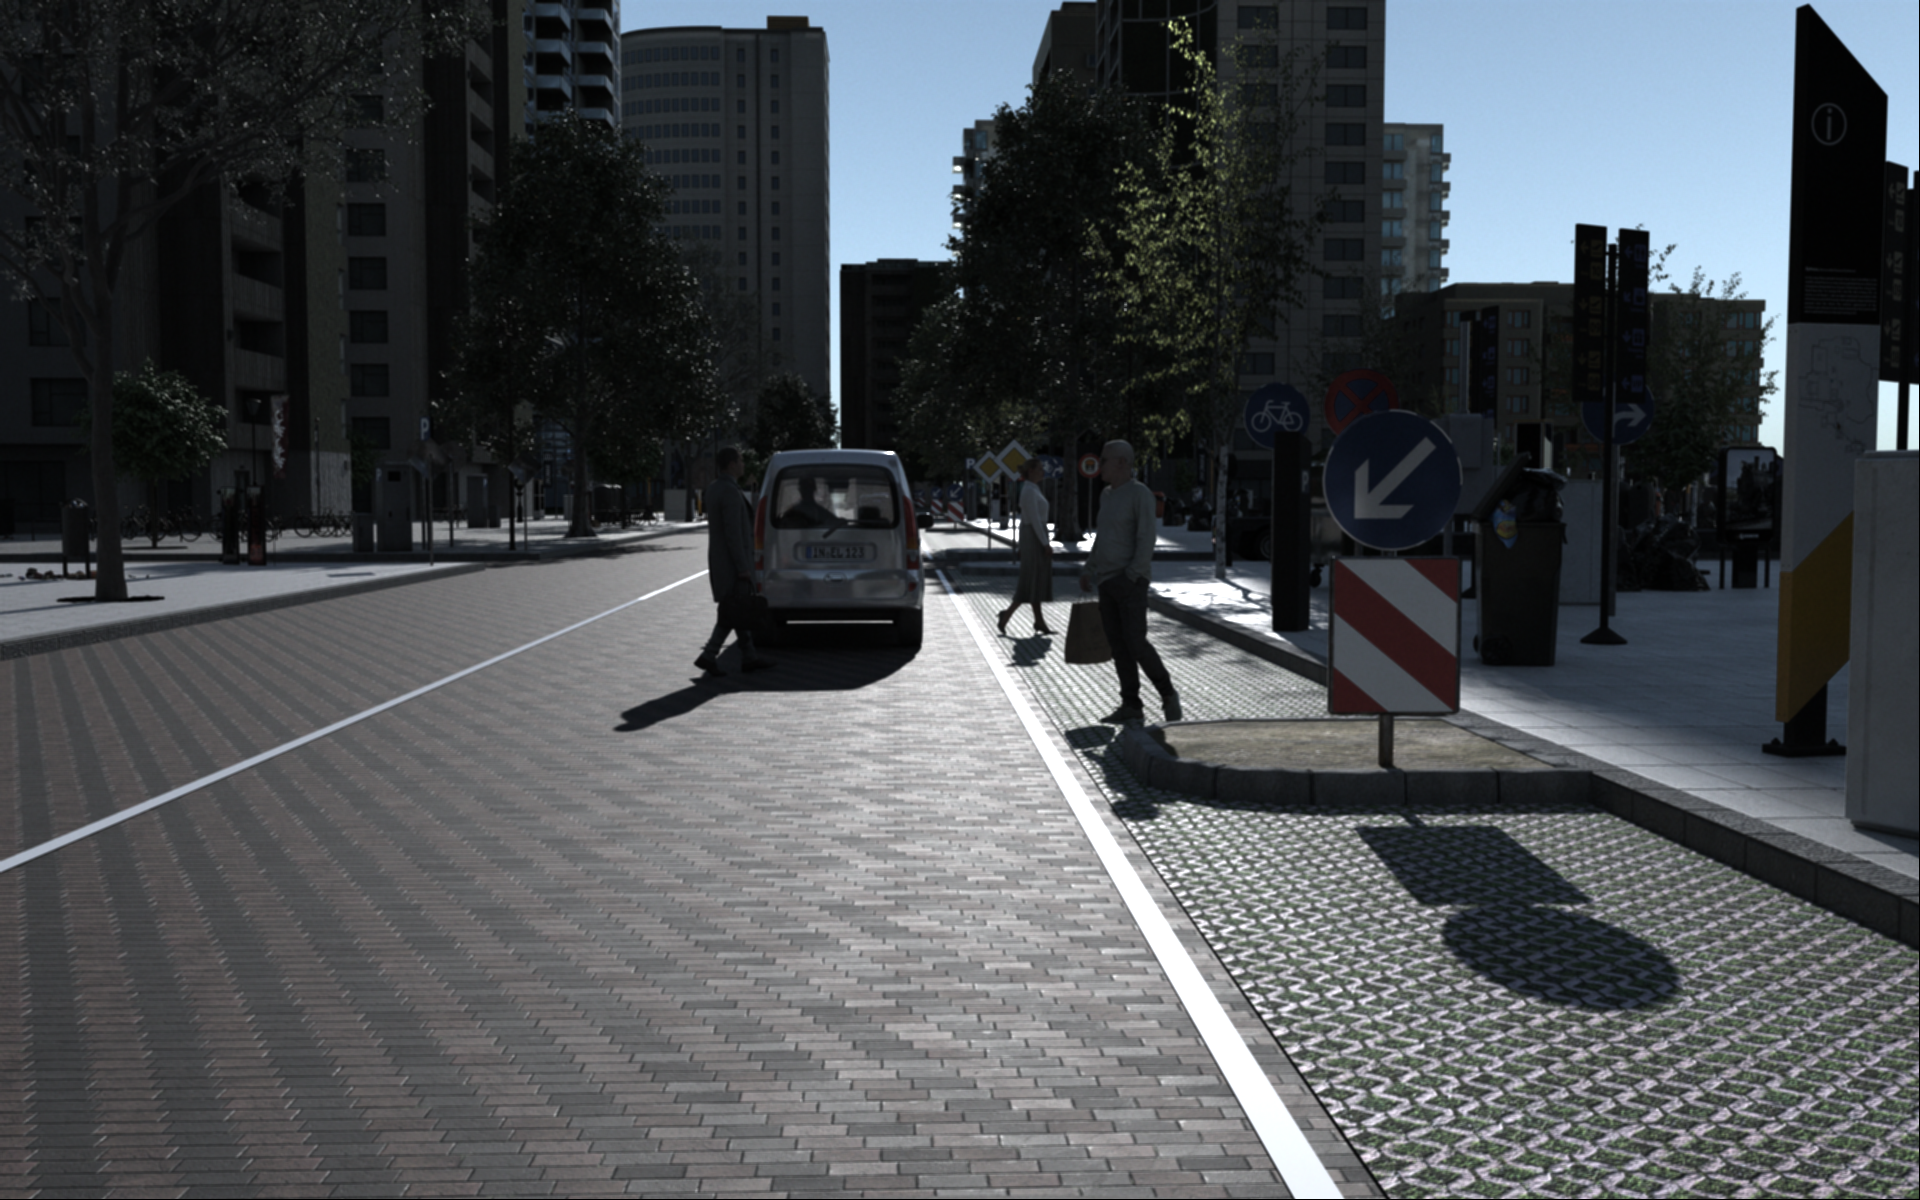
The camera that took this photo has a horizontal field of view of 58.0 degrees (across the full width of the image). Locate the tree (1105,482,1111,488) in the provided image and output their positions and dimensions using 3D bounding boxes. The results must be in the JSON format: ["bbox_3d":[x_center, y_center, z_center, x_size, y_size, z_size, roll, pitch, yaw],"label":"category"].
[{"bbox_3d":[8.887,-6.352,98.457,1.663,3.219,1.824,0,3,0],"label":"tree"}]

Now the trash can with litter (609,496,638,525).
[{"bbox_3d":[-14.458,-3.821,73.536,1.678,1.210,2.233,1,4,16],"label":"trash can with litter"}]

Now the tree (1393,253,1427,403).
[{"bbox_3d":[12.506,-6.310,53.537,4.360,8.622,3.978,0,3,0],"label":"tree"}]

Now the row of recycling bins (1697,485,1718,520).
[{"bbox_3d":[36.331,-4.516,80.949,1.069,1.692,3.534,-3,4,-36],"label":"row of recycling bins"}]

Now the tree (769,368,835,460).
[{"bbox_3d":[-15.974,-14.728,157.803,9.611,12.733,9.660,0,3,0],"label":"tree"}]

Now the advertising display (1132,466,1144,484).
[{"bbox_3d":[3.953,-2.108,39.686,0.123,1.923,0.974,-1,4,-19],"label":"advertising display"}]

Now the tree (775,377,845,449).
[{"bbox_3d":[-17.092,-17.134,186.788,9.857,13.997,8.962,0,3,0],"label":"tree"}]

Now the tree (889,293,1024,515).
[{"bbox_3d":[0.398,-12.326,108.185,9.857,13.997,8.962,0,3,0],"label":"tree"}]

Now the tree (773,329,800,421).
[{"bbox_3d":[-12.188,-10.263,78.170,12.009,13.543,11.850,0,3,0],"label":"tree"}]

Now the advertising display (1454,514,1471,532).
[{"bbox_3d":[15.951,-3.064,55.315,0.974,1.923,0.123,-2,4,-30],"label":"advertising display"}]

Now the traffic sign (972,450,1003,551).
[{"bbox_3d":[0.667,-2.182,39.324,0.795,2.450,0.064,0,4,-2],"label":"traffic sign"}]

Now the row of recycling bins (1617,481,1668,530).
[{"bbox_3d":[20.608,-2.945,55.261,1.069,1.692,3.534,-2,4,-32],"label":"row of recycling bins"}]

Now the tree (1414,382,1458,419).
[{"bbox_3d":[31.730,-9.960,113.202,4.737,8.622,4.395,0,3,0],"label":"tree"}]

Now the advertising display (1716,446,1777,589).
[{"bbox_3d":[10.697,-1.122,23.565,0.974,1.923,0.123,-2,4,-25],"label":"advertising display"}]

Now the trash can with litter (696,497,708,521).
[{"bbox_3d":[-12.227,-4.462,84.007,1.678,1.210,2.233,0,4,-5],"label":"trash can with litter"}]

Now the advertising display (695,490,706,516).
[{"bbox_3d":[-15.089,-5.837,100.653,0.123,1.923,0.974,-3,5,-44],"label":"advertising display"}]

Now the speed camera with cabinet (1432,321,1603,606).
[{"bbox_3d":[6.483,-1.577,20.113,2.038,3.252,0.660,0,4,2],"label":"speed camera with cabinet"}]

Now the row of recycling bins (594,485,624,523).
[{"bbox_3d":[-15.910,-4.384,78.787,1.069,1.692,3.534,0,4,0],"label":"row of recycling bins"}]

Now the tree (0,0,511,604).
[{"bbox_3d":[-10.327,-6.728,20.381,12.009,13.543,11.850,0,3,0],"label":"tree"}]

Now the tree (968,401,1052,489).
[{"bbox_3d":[1.694,-8.437,88.300,4.360,8.622,3.978,0,3,0],"label":"tree"}]

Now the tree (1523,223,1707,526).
[{"bbox_3d":[17.831,-5.970,47.980,4.737,8.622,4.395,0,3,0],"label":"tree"}]

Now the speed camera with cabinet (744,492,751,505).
[{"bbox_3d":[-14.620,-7.295,113.606,0.660,3.252,2.038,3,5,40],"label":"speed camera with cabinet"}]

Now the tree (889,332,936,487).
[{"bbox_3d":[-1.745,-20.600,192.705,12.611,20.169,13.585,0,3,0],"label":"tree"}]

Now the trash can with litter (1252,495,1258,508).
[{"bbox_3d":[16.367,-5.334,98.266,2.233,1.210,1.678,3,5,43],"label":"trash can with litter"}]

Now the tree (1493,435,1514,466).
[{"bbox_3d":[29.705,-6.853,95.758,4.285,4.588,4.351,0,3,0],"label":"tree"}]

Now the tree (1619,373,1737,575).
[{"bbox_3d":[11.454,-2.042,27.981,1.663,3.219,1.824,0,3,0],"label":"tree"}]

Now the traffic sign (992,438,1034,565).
[{"bbox_3d":[0.980,-1.694,31.345,0.795,2.450,0.064,0,4,-2],"label":"traffic sign"}]

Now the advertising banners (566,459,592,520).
[{"bbox_3d":[-18.707,-5.551,86.952,2.074,3.025,0.090,0,4,-4],"label":"advertising banners"}]

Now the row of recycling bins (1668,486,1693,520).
[{"bbox_3d":[34.688,-4.797,85.551,3.534,1.692,1.069,0,4,4],"label":"row of recycling bins"}]

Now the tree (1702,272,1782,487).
[{"bbox_3d":[24.425,-6.512,56.830,4.737,8.622,4.395,0,3,0],"label":"tree"}]

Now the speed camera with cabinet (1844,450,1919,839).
[{"bbox_3d":[4.444,-0.759,6.753,2.038,3.252,0.660,-2,4,-24],"label":"speed camera with cabinet"}]

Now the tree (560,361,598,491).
[{"bbox_3d":[-20.055,-8.810,94.404,4.737,8.622,4.395,0,3,0],"label":"tree"}]

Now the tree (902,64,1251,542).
[{"bbox_3d":[3.067,-7.919,46.488,9.611,12.733,9.660,0,3,0],"label":"tree"}]

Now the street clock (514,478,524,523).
[{"bbox_3d":[-19.781,-4.479,77.803,0.358,2.002,0.471,2,4,33],"label":"street clock"}]

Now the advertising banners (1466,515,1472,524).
[{"bbox_3d":[22.358,-4.846,75.425,2.074,3.025,0.090,-3,5,-41],"label":"advertising banners"}]

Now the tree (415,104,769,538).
[{"bbox_3d":[-11.192,-8.212,51.277,9.611,12.733,9.660,0,3,0],"label":"tree"}]

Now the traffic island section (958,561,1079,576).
[{"bbox_3d":[1.003,-0.559,31.423,2.009,0.180,2.903,0,4,-2],"label":"traffic island section"}]

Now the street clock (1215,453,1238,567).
[{"bbox_3d":[4.695,-1.593,30.620,0.358,2.002,0.471,-1,4,-17],"label":"street clock"}]

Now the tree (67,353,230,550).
[{"bbox_3d":[-19.021,-3.482,40.647,4.285,4.588,4.351,0,3,0],"label":"tree"}]

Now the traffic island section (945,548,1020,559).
[{"bbox_3d":[0.691,-1.047,39.402,2.009,0.180,2.903,0,4,-2],"label":"traffic island section"}]

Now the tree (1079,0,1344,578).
[{"bbox_3d":[3.945,-4.651,26.410,4.360,8.622,3.978,0,3,0],"label":"tree"}]

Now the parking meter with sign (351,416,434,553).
[{"bbox_3d":[-12.627,-2.586,38.538,1.738,3.016,0.543,-3,5,-42],"label":"parking meter with sign"}]

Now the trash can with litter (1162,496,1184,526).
[{"bbox_3d":[8.443,-3.537,69.212,1.055,1.170,0.624,-3,5,-42],"label":"trash can with litter"}]

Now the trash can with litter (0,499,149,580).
[{"bbox_3d":[-13.683,-0.942,26.452,2.233,1.210,1.678,2,4,25],"label":"trash can with litter"}]

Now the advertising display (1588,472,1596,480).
[{"bbox_3d":[18.713,-2.821,51.341,0.123,1.923,0.974,2,4,25],"label":"advertising display"}]

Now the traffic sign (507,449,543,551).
[{"bbox_3d":[-9.770,-2.159,38.937,0.795,2.450,0.064,0,4,-2],"label":"traffic sign"}]

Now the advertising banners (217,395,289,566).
[{"bbox_3d":[-12.664,-2.134,31.075,2.074,3.025,0.090,2,4,32],"label":"advertising banners"}]

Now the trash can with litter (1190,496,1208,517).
[{"bbox_3d":[12.668,-4.870,91.005,1.055,1.170,0.624,-1,4,-12],"label":"trash can with litter"}]

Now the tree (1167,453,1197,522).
[{"bbox_3d":[10.407,-5.256,80.536,1.663,3.219,1.824,0,3,0],"label":"tree"}]

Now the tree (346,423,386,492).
[{"bbox_3d":[-27.626,-5.773,78.106,4.285,4.588,4.351,0,3,0],"label":"tree"}]

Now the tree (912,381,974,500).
[{"bbox_3d":[-1.533,-15.873,177.655,7.486,12.596,7.792,0,3,0],"label":"tree"}]

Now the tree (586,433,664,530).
[{"bbox_3d":[-12.125,-4.813,62.403,4.285,4.588,4.351,0,3,0],"label":"tree"}]

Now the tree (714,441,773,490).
[{"bbox_3d":[-13.874,-7.556,107.256,4.285,4.588,4.351,0,3,0],"label":"tree"}]

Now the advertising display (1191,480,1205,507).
[{"bbox_3d":[10.834,-4.501,78.805,0.123,1.923,0.974,-2,4,-24],"label":"advertising display"}]

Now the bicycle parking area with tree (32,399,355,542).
[{"bbox_3d":[-21.661,-3.859,50.101,9.016,4.147,8.231,1,4,21],"label":"bicycle parking area with tree"}]
